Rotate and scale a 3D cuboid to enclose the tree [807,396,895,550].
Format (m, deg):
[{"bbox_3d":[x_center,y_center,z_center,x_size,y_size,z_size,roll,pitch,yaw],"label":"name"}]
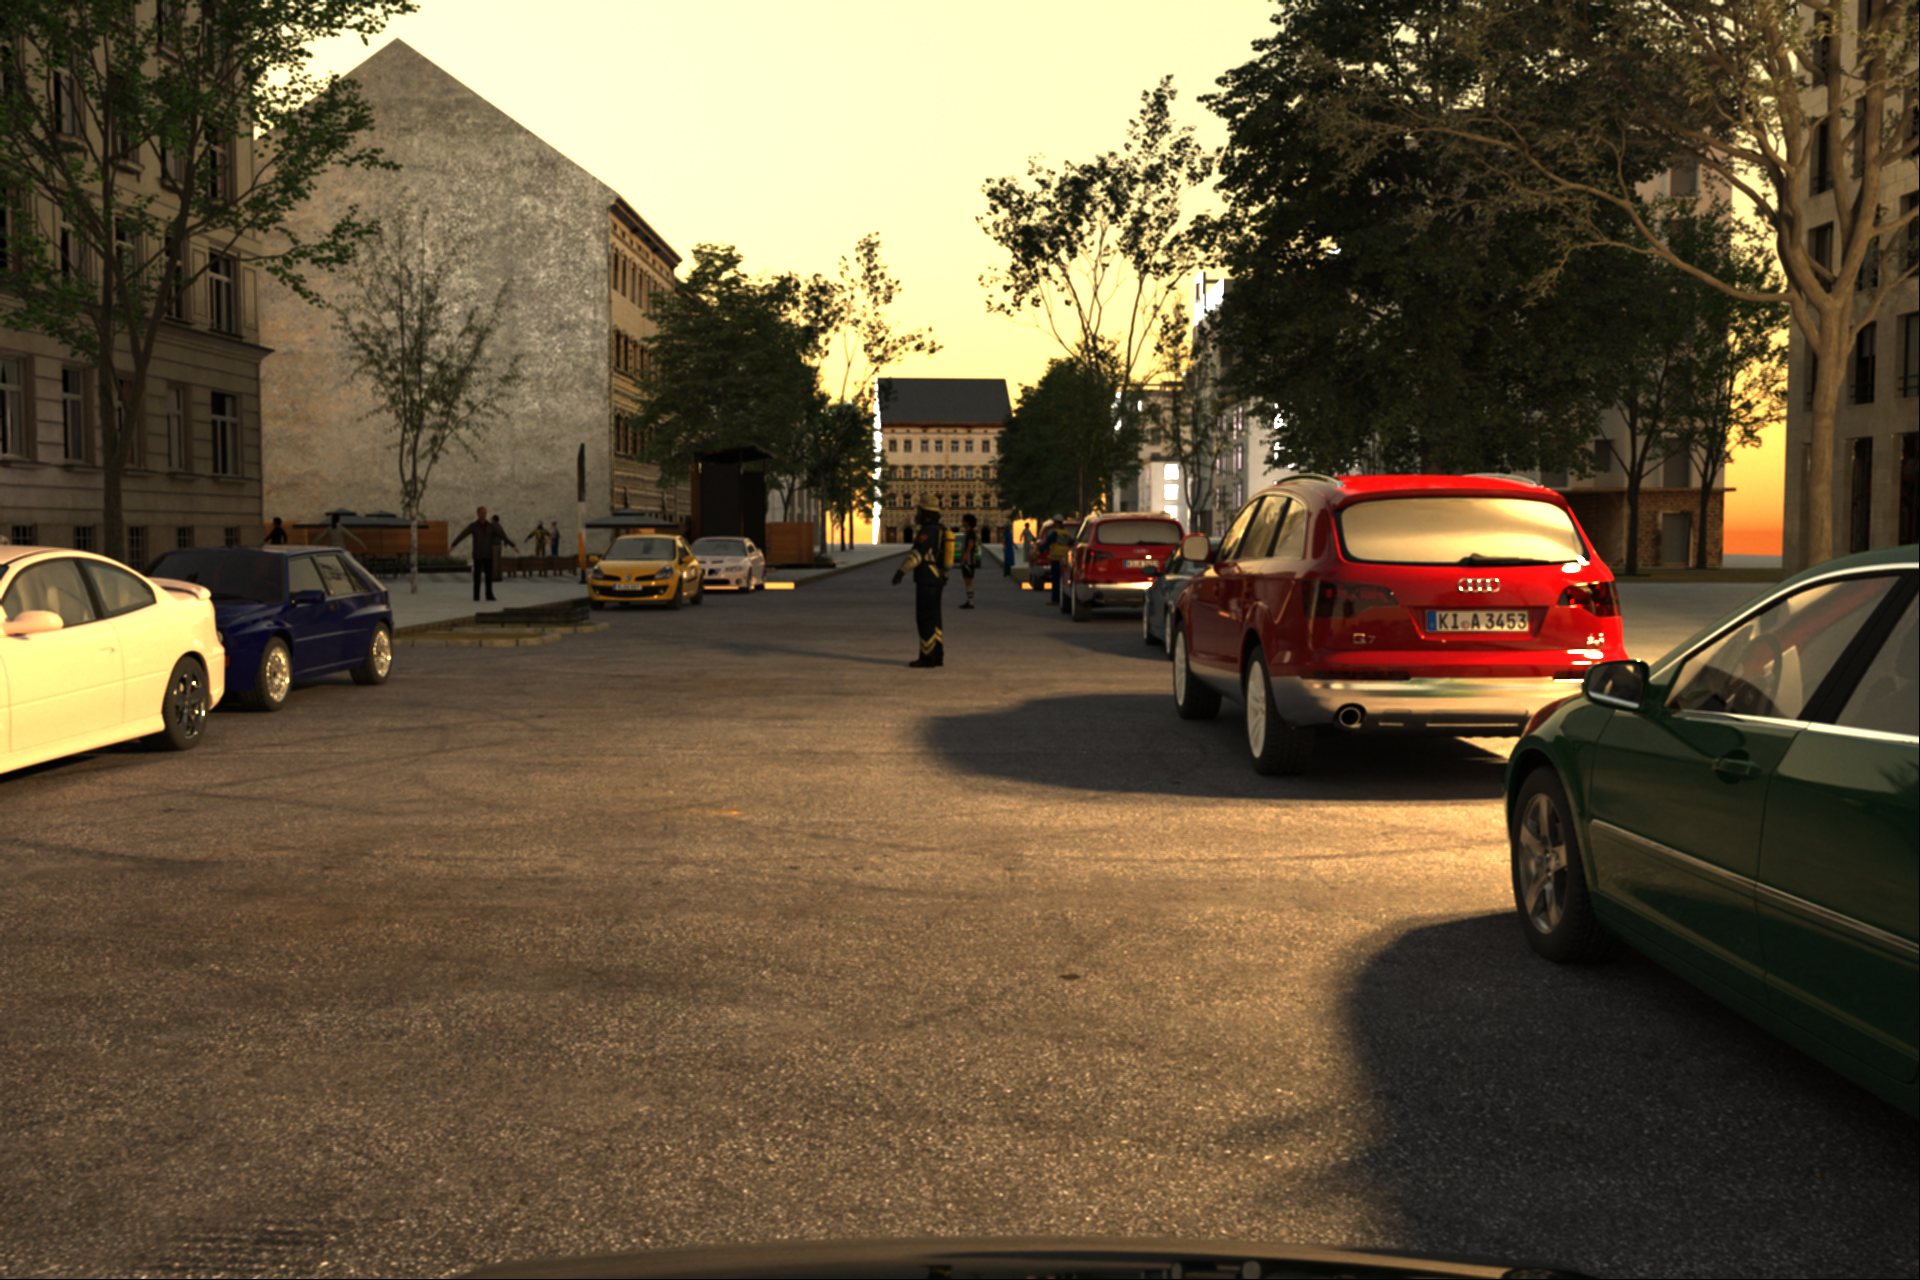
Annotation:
[{"bbox_3d":[-9.349,-13.738,142.747,7.486,12.596,7.792,0,3,0],"label":"tree"}]

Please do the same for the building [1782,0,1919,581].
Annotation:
[{"bbox_3d":[24.953,-10.936,32.688,10.420,20.400,16.860,0,4,0],"label":"building"}]

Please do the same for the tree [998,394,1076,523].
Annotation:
[{"bbox_3d":[6.379,-13.505,138.925,7.486,12.596,7.792,0,3,0],"label":"tree"}]

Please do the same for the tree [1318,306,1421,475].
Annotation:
[{"bbox_3d":[12.985,-6.388,54.801,4.360,8.622,3.978,0,3,0],"label":"tree"}]

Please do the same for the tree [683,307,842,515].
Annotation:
[{"bbox_3d":[-8.927,-9.324,78.202,9.928,11.665,9.643,0,3,0],"label":"tree"}]

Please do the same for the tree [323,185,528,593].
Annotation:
[{"bbox_3d":[-12.114,-5.327,37.463,4.360,8.622,3.978,0,3,0],"label":"tree"}]

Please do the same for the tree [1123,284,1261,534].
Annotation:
[{"bbox_3d":[6.934,-6.173,51.287,4.360,8.622,3.978,0,3,0],"label":"tree"}]

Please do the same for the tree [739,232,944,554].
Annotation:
[{"bbox_3d":[-7.793,-15.465,108.738,12.611,20.169,13.585,0,3,0],"label":"tree"}]

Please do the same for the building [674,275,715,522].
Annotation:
[{"bbox_3d":[-26.251,-16.881,106.935,19.493,23.208,18.063,0,4,1],"label":"building"}]

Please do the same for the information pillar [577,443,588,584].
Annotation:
[{"bbox_3d":[-9.700,-3.247,44.437,0.183,3.616,0.504,0,3,0],"label":"information pillar"}]

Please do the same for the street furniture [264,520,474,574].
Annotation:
[{"bbox_3d":[-21.109,-3.065,56.967,11.010,1.723,9.812,3,5,42],"label":"street furniture"}]

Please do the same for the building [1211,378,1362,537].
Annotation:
[{"bbox_3d":[20.739,-9.534,98.020,9.099,9.664,28.070,0,3,0],"label":"building"}]

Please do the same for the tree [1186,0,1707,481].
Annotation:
[{"bbox_3d":[8.907,-7.686,32.317,9.857,13.997,8.962,0,3,0],"label":"tree"}]

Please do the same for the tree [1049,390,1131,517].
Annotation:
[{"bbox_3d":[6.302,-8.503,89.391,4.360,8.622,3.978,0,3,0],"label":"tree"}]

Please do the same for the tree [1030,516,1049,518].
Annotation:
[{"bbox_3d":[11.901,-18.861,242.788,7.601,10.594,8.767,0,4,-3],"label":"tree"}]

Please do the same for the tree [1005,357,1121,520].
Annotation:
[{"bbox_3d":[6.740,-11.851,111.894,7.486,12.596,7.792,0,3,0],"label":"tree"}]

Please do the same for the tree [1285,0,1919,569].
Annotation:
[{"bbox_3d":[8.990,-6.569,17.776,12.009,13.543,11.850,0,3,0],"label":"tree"}]

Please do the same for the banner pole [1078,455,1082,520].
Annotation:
[{"bbox_3d":[3.797,-3.958,54.725,0.401,3.779,0.863,0,4,-1],"label":"banner pole"}]

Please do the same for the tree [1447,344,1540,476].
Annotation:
[{"bbox_3d":[19.179,-6.976,64.415,4.737,8.622,4.395,0,3,0],"label":"tree"}]

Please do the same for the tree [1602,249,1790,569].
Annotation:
[{"bbox_3d":[27.309,-8.395,63.011,9.928,11.665,9.643,0,3,0],"label":"tree"}]

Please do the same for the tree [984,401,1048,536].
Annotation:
[{"bbox_3d":[6.832,-14.981,151.597,9.857,13.997,8.962,0,3,0],"label":"tree"}]

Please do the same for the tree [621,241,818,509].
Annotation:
[{"bbox_3d":[-9.407,-9.182,68.250,7.486,12.596,7.792,0,3,0],"label":"tree"}]

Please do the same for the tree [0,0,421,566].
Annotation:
[{"bbox_3d":[-12.025,-6.053,24.717,9.928,11.665,9.643,0,3,0],"label":"tree"}]

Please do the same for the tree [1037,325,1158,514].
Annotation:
[{"bbox_3d":[4.935,-6.827,61.977,4.737,8.622,4.395,0,3,0],"label":"tree"}]

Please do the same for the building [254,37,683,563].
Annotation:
[{"bbox_3d":[-24.908,-15.618,86.279,19.493,23.208,18.063,0,4,0],"label":"building"}]

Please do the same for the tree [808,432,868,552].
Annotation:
[{"bbox_3d":[-8.735,-10.478,121.685,4.737,8.622,4.395,0,3,0],"label":"tree"}]

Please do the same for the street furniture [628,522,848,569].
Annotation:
[{"bbox_3d":[-8.423,-3.616,65.984,9.812,1.723,11.010,-3,5,-41],"label":"street furniture"}]

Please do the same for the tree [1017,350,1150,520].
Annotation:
[{"bbox_3d":[7.087,-10.596,98.992,9.928,11.665,9.643,0,3,0],"label":"tree"}]

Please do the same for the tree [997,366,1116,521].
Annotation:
[{"bbox_3d":[6.885,-13.498,127.350,9.857,13.997,8.962,0,3,0],"label":"tree"}]

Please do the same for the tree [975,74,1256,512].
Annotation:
[{"bbox_3d":[6.540,-13.303,73.396,12.611,20.169,13.585,0,3,0],"label":"tree"}]

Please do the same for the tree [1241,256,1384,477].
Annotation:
[{"bbox_3d":[9.414,-5.798,45.155,4.737,8.622,4.395,0,3,0],"label":"tree"}]

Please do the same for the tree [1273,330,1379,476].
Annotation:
[{"bbox_3d":[13.361,-6.789,61.367,4.737,8.622,4.395,0,3,0],"label":"tree"}]

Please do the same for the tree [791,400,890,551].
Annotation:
[{"bbox_3d":[-8.832,-12.459,129.456,9.928,11.665,9.643,0,3,0],"label":"tree"}]

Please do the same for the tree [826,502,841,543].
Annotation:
[{"bbox_3d":[-16.924,-17.946,243.780,4.360,8.622,3.978,0,3,0],"label":"tree"}]

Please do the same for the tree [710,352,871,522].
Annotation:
[{"bbox_3d":[-9.066,-9.449,88.910,8.767,10.594,7.601,-1,4,-17],"label":"tree"}]

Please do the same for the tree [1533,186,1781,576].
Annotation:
[{"bbox_3d":[20.607,-7.759,52.612,9.928,11.665,9.643,0,3,0],"label":"tree"}]
